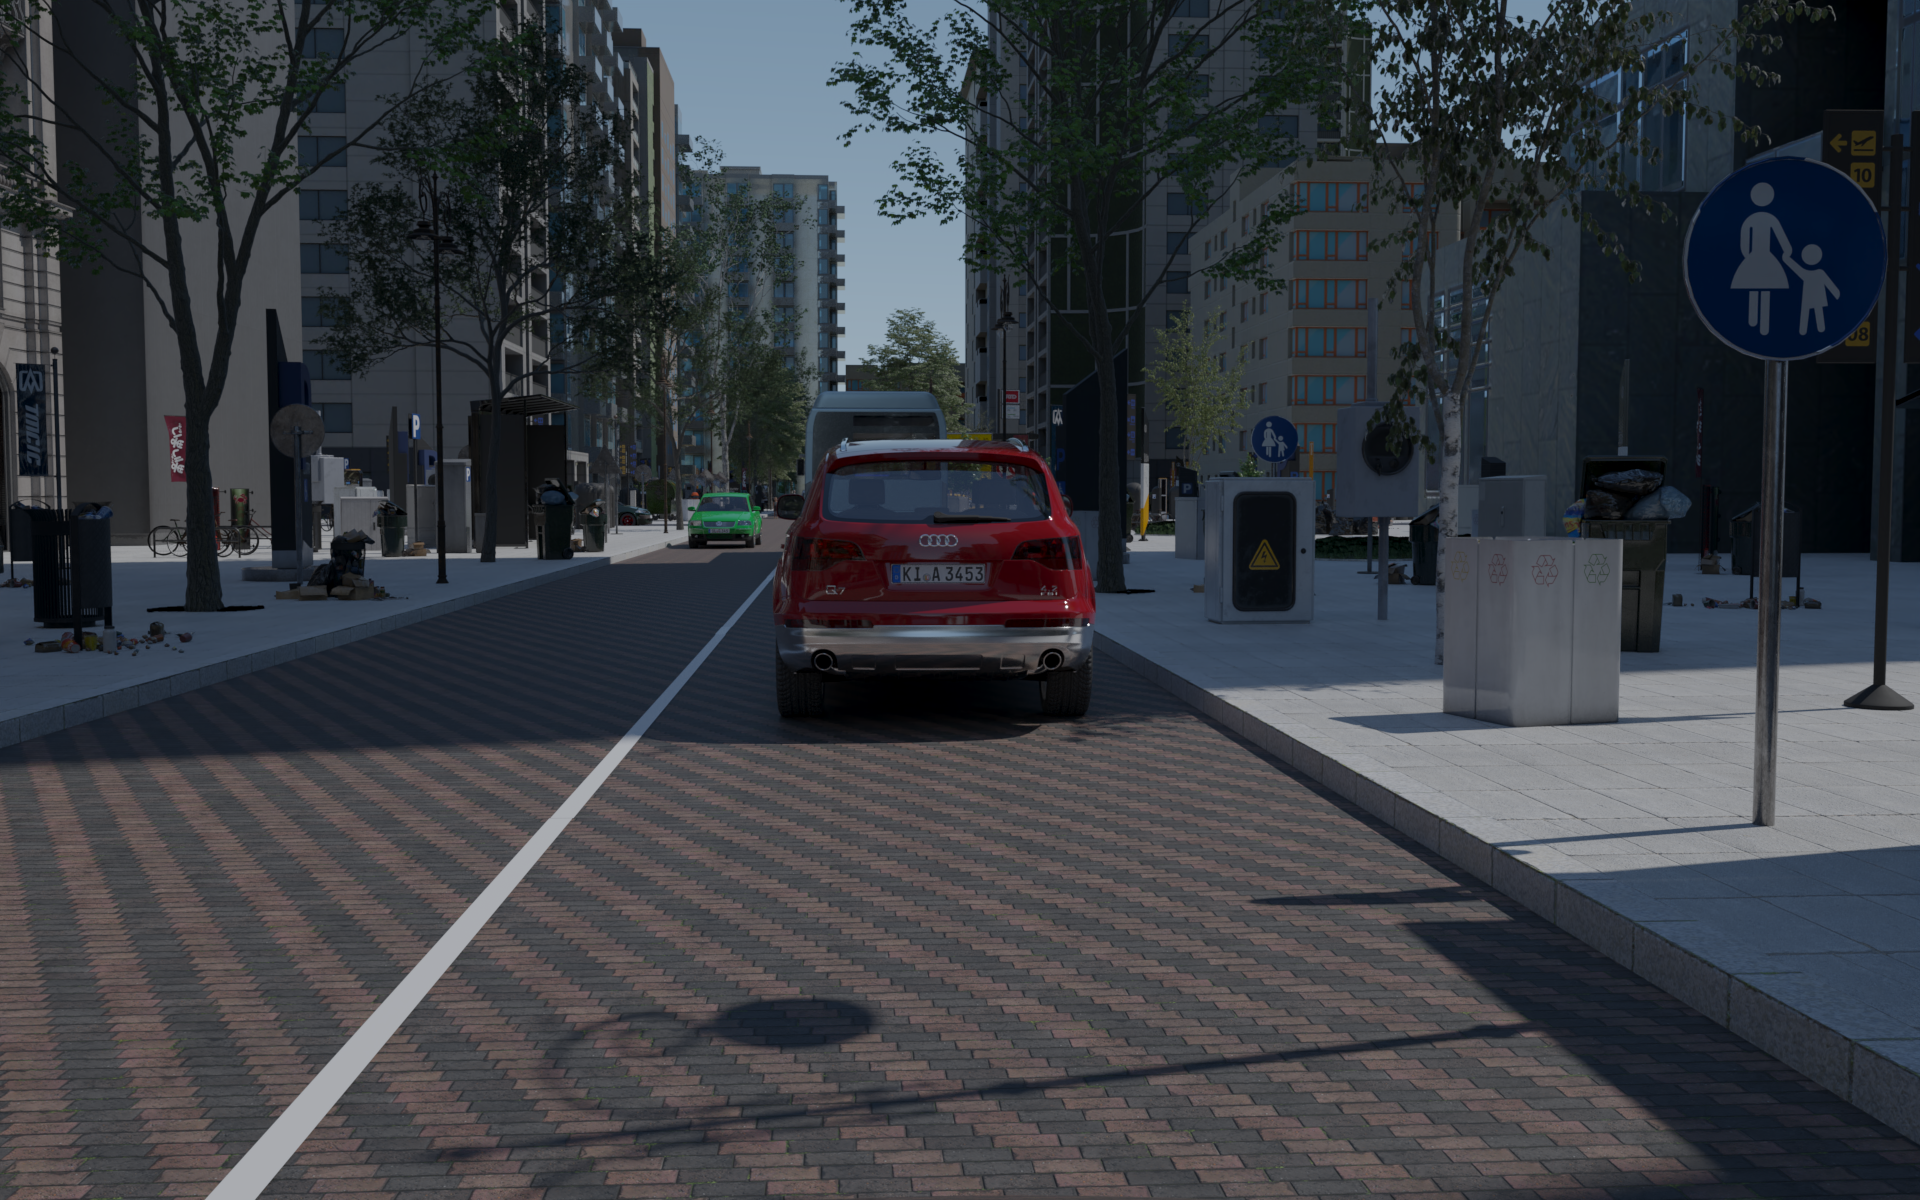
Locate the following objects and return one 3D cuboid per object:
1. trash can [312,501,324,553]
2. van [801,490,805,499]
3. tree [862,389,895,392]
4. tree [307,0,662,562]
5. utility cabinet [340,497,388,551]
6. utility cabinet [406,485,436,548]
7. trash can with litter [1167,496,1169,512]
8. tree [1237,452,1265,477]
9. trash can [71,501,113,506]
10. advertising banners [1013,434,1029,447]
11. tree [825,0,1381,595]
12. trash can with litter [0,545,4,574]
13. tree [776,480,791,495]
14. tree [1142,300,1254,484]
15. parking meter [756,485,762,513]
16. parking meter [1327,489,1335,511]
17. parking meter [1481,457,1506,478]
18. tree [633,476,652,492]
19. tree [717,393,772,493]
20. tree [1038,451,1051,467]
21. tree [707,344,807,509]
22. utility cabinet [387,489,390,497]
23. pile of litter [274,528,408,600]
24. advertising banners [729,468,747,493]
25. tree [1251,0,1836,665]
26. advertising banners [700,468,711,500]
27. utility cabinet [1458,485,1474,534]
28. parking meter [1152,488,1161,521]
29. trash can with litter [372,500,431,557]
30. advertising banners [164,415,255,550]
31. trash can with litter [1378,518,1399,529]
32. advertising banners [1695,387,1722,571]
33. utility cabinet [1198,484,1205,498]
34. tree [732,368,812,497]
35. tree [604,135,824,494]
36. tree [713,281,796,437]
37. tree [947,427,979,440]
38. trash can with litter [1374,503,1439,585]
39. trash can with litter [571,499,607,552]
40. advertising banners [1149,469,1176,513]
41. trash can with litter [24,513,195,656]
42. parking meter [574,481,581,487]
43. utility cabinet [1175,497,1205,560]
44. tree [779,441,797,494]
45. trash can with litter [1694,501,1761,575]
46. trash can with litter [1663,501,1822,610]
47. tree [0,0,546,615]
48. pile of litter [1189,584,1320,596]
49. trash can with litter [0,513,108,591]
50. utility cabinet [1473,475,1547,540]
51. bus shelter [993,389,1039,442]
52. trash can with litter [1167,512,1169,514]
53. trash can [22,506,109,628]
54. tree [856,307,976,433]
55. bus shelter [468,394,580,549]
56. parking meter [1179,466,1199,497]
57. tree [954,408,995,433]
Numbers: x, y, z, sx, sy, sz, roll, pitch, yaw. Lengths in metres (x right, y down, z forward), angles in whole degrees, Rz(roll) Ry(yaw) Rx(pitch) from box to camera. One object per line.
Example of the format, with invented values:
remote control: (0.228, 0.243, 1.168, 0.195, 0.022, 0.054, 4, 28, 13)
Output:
trash can: (-14.324, -1.610, 37.976, 0.748, 1.137, 0.748, 0, 3, 0)
van: (-13.636, -9.159, 156.753, 2.013, 2.044, 4.112, 0, 4, -4)
tree: (-5.846, -12.654, 141.301, 8.767, 10.594, 7.601, 0, 4, 3)
tree: (-8.544, -5.988, 32.318, 7.601, 10.594, 8.767, -1, 4, -9)
utility cabinet: (-13.476, -1.716, 39.215, 1.020, 1.237, 0.306, -2, 4, -24)
utility cabinet: (-12.779, -2.002, 41.405, 0.318, 1.500, 1.173, 1, 4, 12)
trash can with litter: (13.744, -6.403, 116.080, 1.055, 1.170, 0.624, -2, 4, -31)
tree: (13.021, -5.159, 78.944, 1.663, 3.219, 1.824, 0, 3, 0)
trash can: (-17.374, -1.409, 34.691, 0.748, 1.137, 0.748, 0, 3, 0)
advertising banners: (2.429, -3.312, 50.347, 2.074, 3.025, 0.090, 2, 4, 33)
tree: (1.819, -5.905, 22.300, 9.928, 11.665, 9.643, 0, 3, 0)
trash can with litter: (-8.626, -0.193, 14.551, 1.055, 1.170, 0.624, 0, 4, 4)
tree: (-20.356, -12.611, 200.789, 1.663, 3.219, 1.824, 0, 3, 0)
tree: (9.065, -7.108, 66.578, 4.737, 8.622, 4.395, 0, 3, 0)
parking meter: (-13.532, -6.765, 116.325, 0.255, 1.863, 0.399, -3, 4, -39)
parking meter: (17.490, -4.484, 81.726, 0.372, 1.533, 0.369, 0, 3, 0)
parking meter: (8.295, -1.300, 26.974, 0.255, 1.863, 0.399, -1, 4, -9)
tree: (-23.981, -8.416, 132.206, 1.663, 3.219, 1.824, 0, 3, 0)
tree: (-14.966, -10.500, 122.036, 4.360, 8.622, 3.978, 0, 3, 0)
tree: (3.605, -5.145, 78.724, 1.663, 3.219, 1.824, 0, 3, 0)
tree: (-15.293, -13.002, 130.709, 7.486, 12.596, 7.792, 0, 3, 0)
utility cabinet: (-26.476, -4.406, 80.721, 0.318, 1.500, 1.173, -1, 4, -23)
pile of litter: (-7.605, -0.443, 21.209, 1.719, 0.858, 1.176, 2, 4, 31)
advertising banners: (-14.700, -7.207, 114.019, 0.090, 3.025, 2.074, 2, 4, 35)
tree: (3.876, -3.824, 12.891, 4.360, 8.622, 3.978, 0, 3, 0)
advertising banners: (-16.631, -7.189, 113.731, 0.090, 3.025, 2.074, 1, 4, 14)
utility cabinet: (12.218, -1.999, 41.362, 0.318, 1.500, 1.173, -2, 4, -28)
parking meter: (7.874, -3.727, 69.340, 0.372, 1.533, 0.369, 0, 3, 0)
trash can with litter: (-11.434, -1.473, 35.468, 0.624, 1.170, 1.055, 3, 5, 41)
advertising banners: (-16.974, -2.630, 39.185, 0.090, 3.025, 2.074, 3, 4, 37)
trash can with litter: (15.086, -3.262, 64.391, 1.678, 1.210, 2.233, -2, 4, -33)
advertising banners: (12.577, -2.016, 29.151, 0.090, 3.025, 2.074, 2, 4, 34)
utility cabinet: (5.205, -1.774, 37.683, 0.318, 1.500, 1.173, 0, 4, -7)
tree: (-18.381, -16.125, 170.299, 9.857, 13.997, 8.962, 0, 3, 0)
tree: (-14.027, -14.594, 94.499, 12.611, 20.169, 13.585, 0, 3, 0)
tree: (-9.957, -7.788, 61.754, 8.767, 10.594, 7.601, 0, 4, -1)
tree: (0.204, -3.381, 49.886, 1.663, 3.219, 1.824, 0, 3, 0)
trash can with litter: (6.400, -0.803, 24.511, 1.055, 1.170, 0.624, 2, 4, 30)
trash can with litter: (-8.318, -1.642, 38.228, 1.055, 1.170, 0.624, 1, 4, 20)
advertising banners: (13.769, -7.437, 117.785, 2.074, 3.025, 0.090, 1, 4, 22)
trash can with litter: (-7.101, -0.227, 14.774, 1.678, 1.210, 2.233, 0, 4, 0)
parking meter: (-17.008, -4.369, 77.150, 0.255, 1.863, 0.399, 1, 4, 15)
utility cabinet: (4.598, -1.412, 34.251, 0.306, 1.237, 1.020, -1, 4, -18)
tree: (-18.594, -14.266, 183.618, 4.737, 8.622, 4.395, 0, 3, 0)
trash can with litter: (12.267, -0.988, 27.548, 1.055, 1.170, 0.624, 1, 4, 22)
trash can with litter: (8.850, -0.531, 19.735, 2.233, 1.210, 1.678, 0, 4, 7)
tree: (-8.244, -5.693, 18.838, 9.928, 11.665, 9.643, 0, 3, 0)
pile of litter: (3.757, -0.514, 22.365, 1.176, 0.858, 1.719, -2, 4, -33)
trash can with litter: (-13.334, -0.792, 24.000, 2.233, 1.210, 1.678, -3, 5, -44)
utility cabinet: (6.531, -0.727, 20.572, 0.318, 1.500, 1.173, -1, 4, -8)
bus shelter: (1.399, -5.274, 63.858, 2.179, 5.291, 8.768, 0, 4, -4)
trash can with litter: (14.302, -6.264, 113.471, 2.233, 1.210, 1.678, 1, 4, 20)
trash can: (-8.615, -0.310, 16.724, 0.748, 1.137, 0.748, 0, 3, 0)
tree: (-2.743, -11.471, 105.680, 7.486, 12.596, 7.792, 0, 3, 0)
bus shelter: (-10.879, -3.203, 43.654, 1.731, 3.624, 6.357, 0, 4, -4)
parking meter: (4.806, -1.877, 36.407, 0.399, 1.863, 0.255, 1, 4, 18)
tree: (1.281, -11.902, 144.965, 4.360, 8.622, 3.978, 0, 3, 0)
